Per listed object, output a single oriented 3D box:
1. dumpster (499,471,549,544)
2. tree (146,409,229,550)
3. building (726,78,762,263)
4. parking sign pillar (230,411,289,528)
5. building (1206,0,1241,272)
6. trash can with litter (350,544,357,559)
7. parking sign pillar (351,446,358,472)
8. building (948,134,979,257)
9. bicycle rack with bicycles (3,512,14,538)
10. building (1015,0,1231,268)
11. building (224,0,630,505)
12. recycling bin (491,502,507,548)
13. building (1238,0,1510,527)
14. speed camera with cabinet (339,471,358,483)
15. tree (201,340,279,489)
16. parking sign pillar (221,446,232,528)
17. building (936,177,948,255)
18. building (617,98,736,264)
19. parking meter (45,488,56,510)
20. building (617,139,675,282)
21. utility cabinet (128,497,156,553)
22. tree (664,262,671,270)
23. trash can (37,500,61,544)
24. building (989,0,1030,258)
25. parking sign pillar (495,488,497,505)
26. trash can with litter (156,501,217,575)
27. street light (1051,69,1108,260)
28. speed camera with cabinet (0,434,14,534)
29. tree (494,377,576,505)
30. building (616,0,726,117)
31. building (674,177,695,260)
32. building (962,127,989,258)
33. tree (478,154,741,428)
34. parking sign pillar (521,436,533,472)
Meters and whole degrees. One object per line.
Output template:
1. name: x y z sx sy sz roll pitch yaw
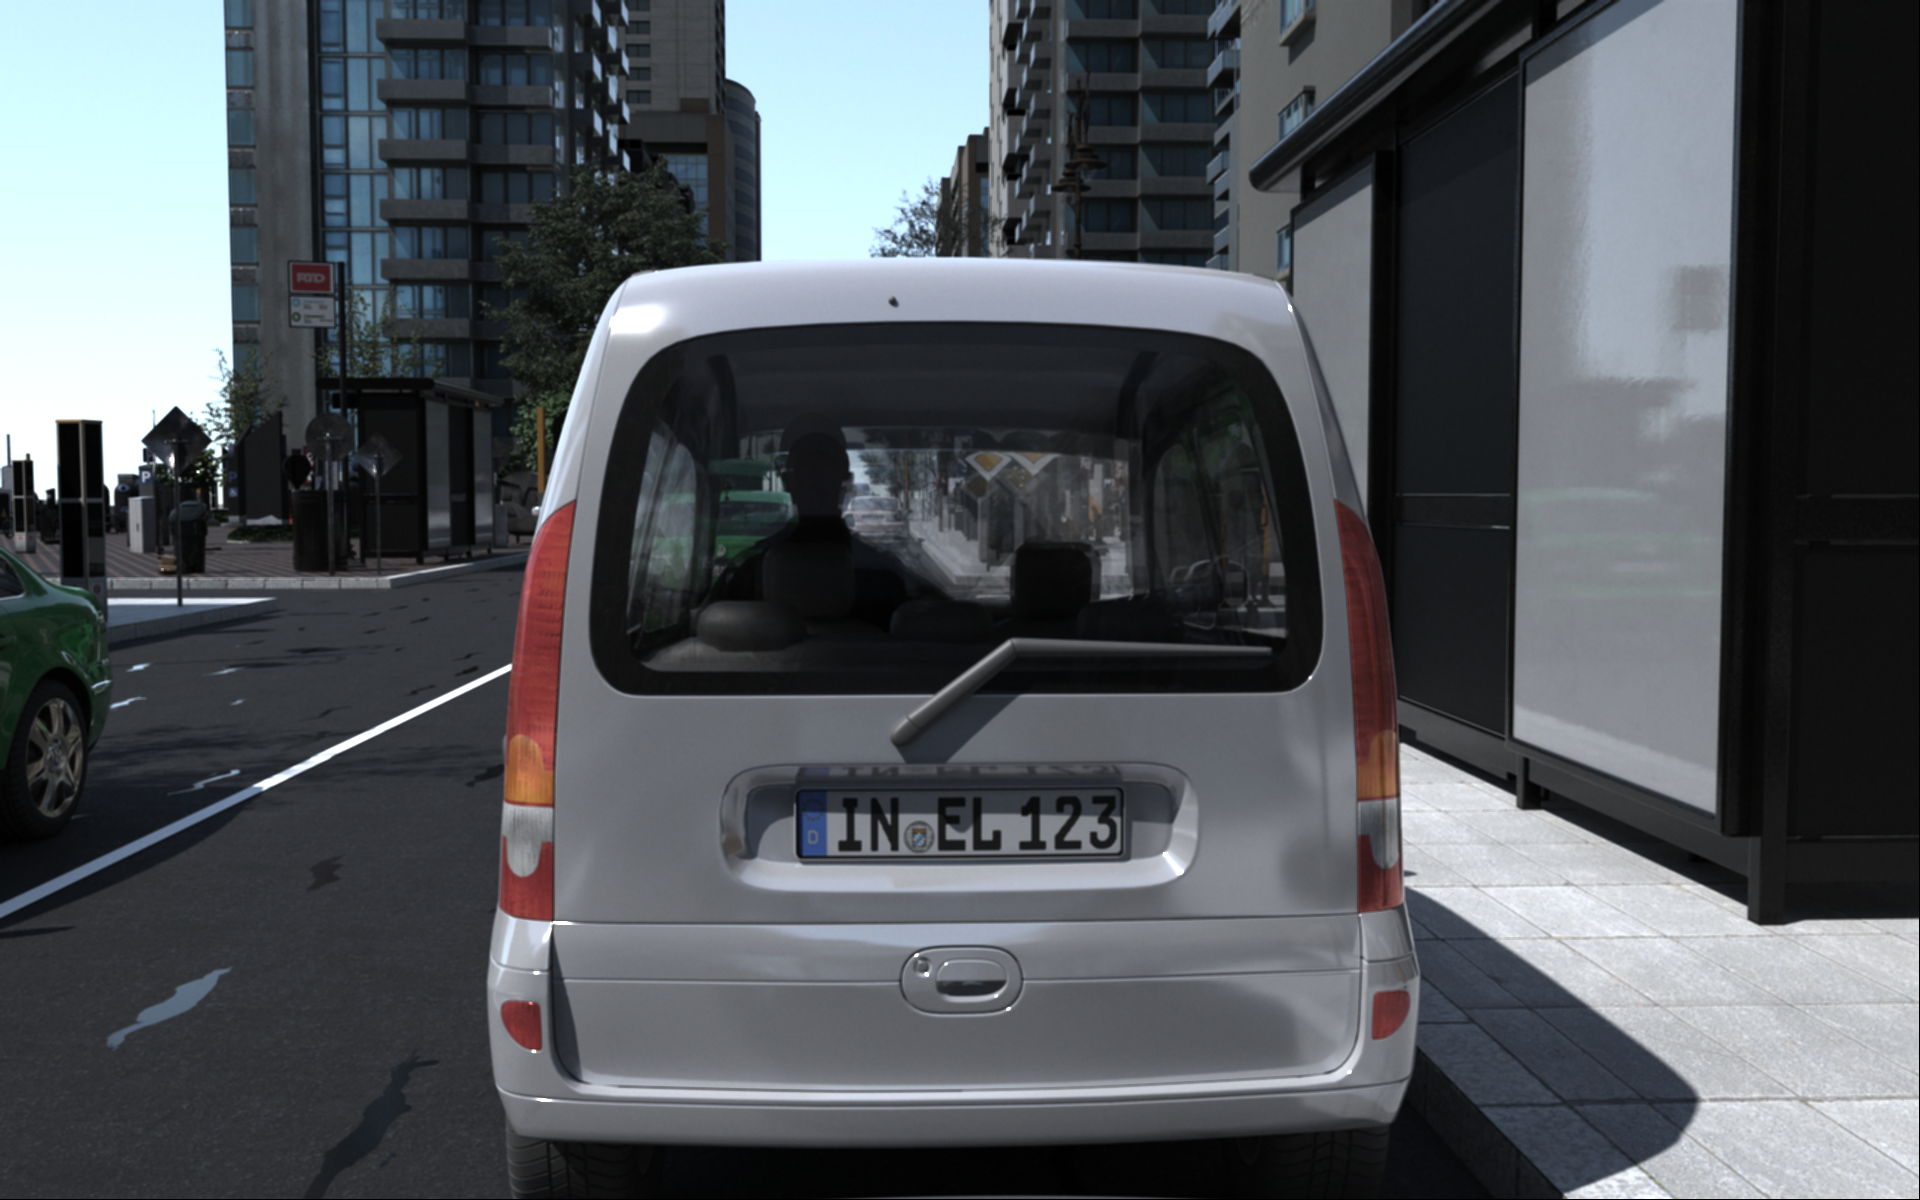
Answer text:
1. dumpster: -11.047 -2.364 44.415 1.264 1.857 1.865 0 4 -3
2. tree: -17.550 -2.763 39.770 1.663 3.219 1.824 0 3 0
3. building: -39.091 -42.815 242.027 21.231 58.520 28.212 0 4 -3
4. parking sign pillar: -22.566 -4.154 56.384 1.447 3.967 1.447 1 4 13
5. building: 20.794 -47.229 84.866 22.319 86.520 31.000 0 4 -3
6. trash can with litter: -12.315 -1.380 33.946 0.624 1.170 1.055 0 4 8
7. parking sign pillar: -33.312 -6.558 95.698 1.447 3.967 1.447 -1 4 -23
8. building: 9.881 -37.080 229.961 21.300 48.544 21.600 0 4 -3
9. bicycle rack with bicycles: -26.881 -2.302 51.015 2.852 0.926 2.925 1 4 21
10. building: 15.840 -31.143 128.792 23.786 49.044 30.456 0 4 -3
11. building: -34.571 -30.400 116.655 23.786 49.044 30.456 0 4 -3
12. recycling bin: -11.298 -1.758 41.291 0.722 1.027 0.722 2 4 28
13. building: 18.919 -25.849 46.326 21.600 48.544 21.300 0 4 -3
14. speed camera with cabinet: -24.684 -4.532 68.429 0.660 3.252 2.038 2 4 32
15. tree: -34.493 -8.132 83.322 4.737 8.622 4.395 0 3 0
16. parking sign pillar: -27.446 -4.744 66.029 1.447 3.967 1.447 0 4 1
17. building: 7.583 -38.413 251.761 21.300 48.544 21.600 0 4 -3
18. building: -33.362 -33.628 199.921 14.600 45.320 14.200 0 4 -3
19. parking meter: -38.552 -3.977 73.428 0.372 1.533 0.369 0 3 0
20. building: -31.362 -22.564 140.621 14.160 30.474 14.107 0 4 -3
21. utility cabinet: -18.039 -1.653 38.192 0.306 1.237 1.020 -3 5 -40
22. tree: -13.539 -10.216 84.033 9.611 12.733 9.660 0 3 0
23. trash can: -23.278 -2.007 44.464 0.748 1.137 0.748 0 3 0
24. building: 16.866 -34.784 157.953 28.713 52.752 27.495 0 4 -3
25. parking sign pillar: -24.010 -6.032 87.091 1.447 3.967 1.447 0 4 -8
26. trash can with litter: -12.501 -1.013 27.948 0.624 1.170 1.055 0 4 1
27. street light: 1.319 -2.854 19.449 0.468 5.910 1.993 0 4 -3
28. speed camera with cabinet: -31.099 -3.792 56.336 0.660 3.252 2.038 0 4 0
29. tree: -11.033 -3.984 48.855 4.285 4.588 4.351 0 3 0
30. building: -37.663 -47.641 217.179 20.563 71.187 20.611 0 4 -3
31. building: -31.336 -23.433 154.831 14.160 30.474 14.107 0 4 -3
32. building: 7.486 -34.365 211.973 14.600 45.320 14.200 0 4 -3
33. tree: -12.483 -9.637 64.213 9.857 13.997 8.962 0 3 0
34. parking sign pillar: -12.908 -3.989 53.697 1.447 3.967 1.447 0 4 3
